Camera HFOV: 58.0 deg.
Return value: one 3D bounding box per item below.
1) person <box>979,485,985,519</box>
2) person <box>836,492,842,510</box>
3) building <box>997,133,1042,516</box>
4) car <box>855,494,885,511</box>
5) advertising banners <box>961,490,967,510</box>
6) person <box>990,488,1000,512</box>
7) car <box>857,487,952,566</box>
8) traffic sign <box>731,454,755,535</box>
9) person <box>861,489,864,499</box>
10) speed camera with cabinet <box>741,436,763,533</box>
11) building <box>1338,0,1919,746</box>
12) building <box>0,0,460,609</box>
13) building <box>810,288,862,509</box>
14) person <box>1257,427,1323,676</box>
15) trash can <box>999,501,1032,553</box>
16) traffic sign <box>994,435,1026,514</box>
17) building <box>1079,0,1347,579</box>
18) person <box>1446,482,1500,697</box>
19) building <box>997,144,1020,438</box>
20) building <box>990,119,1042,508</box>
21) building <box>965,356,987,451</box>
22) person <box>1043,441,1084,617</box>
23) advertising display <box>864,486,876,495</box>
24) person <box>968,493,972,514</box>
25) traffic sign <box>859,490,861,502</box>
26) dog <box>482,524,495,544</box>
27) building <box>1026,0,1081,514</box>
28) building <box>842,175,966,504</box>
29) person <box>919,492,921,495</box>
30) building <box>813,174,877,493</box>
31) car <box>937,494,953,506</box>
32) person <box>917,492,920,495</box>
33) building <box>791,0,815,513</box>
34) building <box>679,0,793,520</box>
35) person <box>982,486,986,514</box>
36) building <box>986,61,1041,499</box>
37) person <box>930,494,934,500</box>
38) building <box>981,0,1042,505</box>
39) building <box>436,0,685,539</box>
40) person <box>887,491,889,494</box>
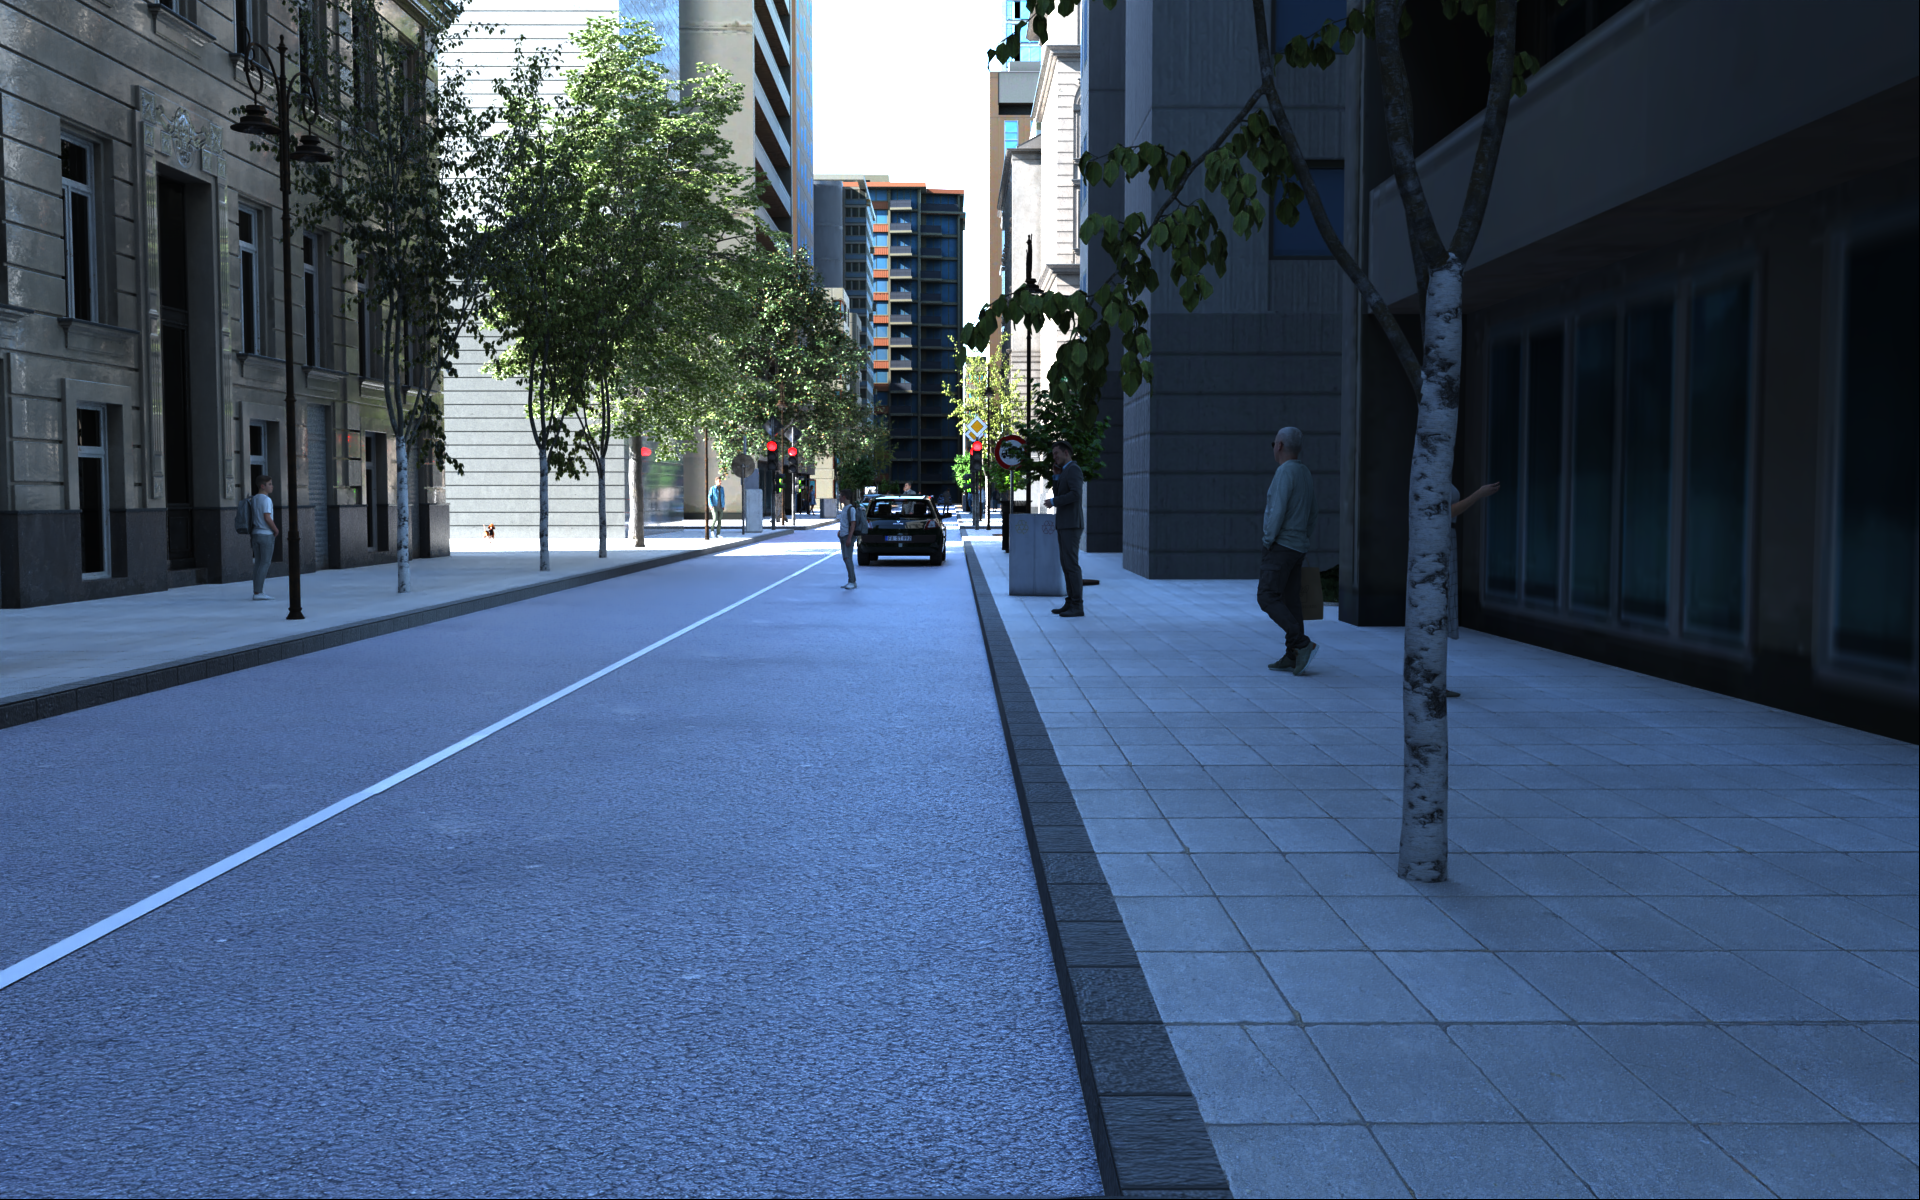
[{"bbox_3d":[1.066,-5.156,90.602,0.793,1.790,0.793,1,4,19],"label":"person"},{"bbox_3d":[-9.410,-7.929,135.862,0.590,1.801,0.661,2,4,26],"label":"person"},{"bbox_3d":[7.162,-15.099,96.013,9.793,20.994,18.267,0,4,0],"label":"building"},{"bbox_3d":[-4.670,-5.075,94.769,2.131,1.459,4.920,0,4,-1],"label":"car"},{"bbox_3d":[0.403,-8.835,140.641,0.090,3.025,2.074,1,4,15],"label":"advertising banners"},{"bbox_3d":[2.498,-7.054,121.730,0.623,1.781,0.721,-1,4,-20],"label":"person"},{"bbox_3d":[-1.180,-1.611,36.129,2.009,1.686,4.222,0,4,1],"label":"car"},{"bbox_3d":[-6.858,-3.343,54.765,0.768,2.556,0.104,0,4,7],"label":"traffic sign"},{"bbox_3d":[-9.017,-9.490,161.749,0.990,1.755,0.434,2,4,24],"label":"person"},{"bbox_3d":[-7.026,-3.926,58.519,0.660,3.252,2.038,-1,4,-11],"label":"speed camera with cabinet"},{"bbox_3d":[14.549,-23.364,5.707,21.300,48.544,21.600,0,4,0],"label":"building"},{"bbox_3d":[-16.163,-13.807,23.000,12.463,27.353,25.104,0,4,0],"label":"building"},{"bbox_3d":[-23.640,-19.242,159.640,27.650,21.520,28.899,0,4,0],"label":"building"},{"bbox_3d":[2.448,-0.370,12.578,0.515,1.767,0.782,2,4,30],"label":"person"},{"bbox_3d":[1.220,-1.603,37.861,0.748,1.137,0.748,0,3,0],"label":"trash can"},{"bbox_3d":[1.118,-2.273,37.266,0.768,2.556,0.104,0,4,4],"label":"traffic sign"},{"bbox_3d":[13.258,-30.351,38.241,21.231,58.520,28.212,0,4,0],"label":"building"},{"bbox_3d":[3.110,-0.269,11.013,0.524,1.755,0.480,0,4,0],"label":"person"},{"bbox_3d":[9.808,-21.353,135.025,13.634,28.700,20.117,0,4,0],"label":"building"},{"bbox_3d":[19.121,-28.746,161.870,32.217,40.220,23.993,0,4,0],"label":"building"},{"bbox_3d":[15.214,-24.403,244.020,28.899,21.520,27.650,0,4,0],"label":"building"},{"bbox_3d":[1.099,-0.763,18.324,0.447,1.846,0.655,0,4,-5],"label":"person"},{"bbox_3d":[-7.396,-8.418,142.852,0.974,1.923,0.123,0,4,-2],"label":"advertising display"},{"bbox_3d":[0.709,-6.381,110.635,0.793,1.790,0.793,-2,4,-25],"label":"person"},{"bbox_3d":[-7.502,-7.937,129.882,0.768,2.556,0.104,0,4,2],"label":"traffic sign"},{"bbox_3d":[-12.233,-1.719,44.941,0.406,0.507,0.540,-2,4,-31],"label":"dog"},{"bbox_3d":[15.009,-17.772,77.959,23.554,28.519,14.401,0,4,0],"label":"building"},{"bbox_3d":[-13.653,-35.809,240.094,28.867,44.769,22.147,0,4,0],"label":"building"},{"bbox_3d":[-4.458,-11.303,194.223,0.530,1.710,0.541,0,4,2],"label":"person"},{"bbox_3d":[-21.964,-31.246,202.748,23.993,40.220,32.217,0,4,0],"label":"building"},{"bbox_3d":[-1.904,-12.442,215.426,2.014,1.417,4.499,0,4,-1],"label":"car"},{"bbox_3d":[-4.830,-11.847,202.986,1.217,1.735,0.721,2,4,27],"label":"person"},{"bbox_3d":[-17.665,-28.779,120.645,14.600,45.320,14.200,0,4,0],"label":"building"},{"bbox_3d":[-20.800,-28.806,94.680,21.300,48.544,21.600,0,4,0],"label":"building"},{"bbox_3d":[1.525,-6.603,114.203,0.583,1.804,0.606,-3,5,-43],"label":"person"},{"bbox_3d":[9.817,-32.454,180.731,14.600,45.320,14.200,0,4,0],"label":"building"},{"bbox_3d":[-3.329,-11.987,207.677,0.628,1.438,0.799,-2,4,-31],"label":"person"},{"bbox_3d":[13.595,-54.396,202.050,22.319,86.520,31.000,0,4,0],"label":"building"},{"bbox_3d":[-24.350,-16.924,54.204,29.804,29.767,11.434,0,4,0],"label":"building"},{"bbox_3d":[-7.937,-11.394,193.058,0.721,1.735,1.217,0,4,8],"label":"person"}]
